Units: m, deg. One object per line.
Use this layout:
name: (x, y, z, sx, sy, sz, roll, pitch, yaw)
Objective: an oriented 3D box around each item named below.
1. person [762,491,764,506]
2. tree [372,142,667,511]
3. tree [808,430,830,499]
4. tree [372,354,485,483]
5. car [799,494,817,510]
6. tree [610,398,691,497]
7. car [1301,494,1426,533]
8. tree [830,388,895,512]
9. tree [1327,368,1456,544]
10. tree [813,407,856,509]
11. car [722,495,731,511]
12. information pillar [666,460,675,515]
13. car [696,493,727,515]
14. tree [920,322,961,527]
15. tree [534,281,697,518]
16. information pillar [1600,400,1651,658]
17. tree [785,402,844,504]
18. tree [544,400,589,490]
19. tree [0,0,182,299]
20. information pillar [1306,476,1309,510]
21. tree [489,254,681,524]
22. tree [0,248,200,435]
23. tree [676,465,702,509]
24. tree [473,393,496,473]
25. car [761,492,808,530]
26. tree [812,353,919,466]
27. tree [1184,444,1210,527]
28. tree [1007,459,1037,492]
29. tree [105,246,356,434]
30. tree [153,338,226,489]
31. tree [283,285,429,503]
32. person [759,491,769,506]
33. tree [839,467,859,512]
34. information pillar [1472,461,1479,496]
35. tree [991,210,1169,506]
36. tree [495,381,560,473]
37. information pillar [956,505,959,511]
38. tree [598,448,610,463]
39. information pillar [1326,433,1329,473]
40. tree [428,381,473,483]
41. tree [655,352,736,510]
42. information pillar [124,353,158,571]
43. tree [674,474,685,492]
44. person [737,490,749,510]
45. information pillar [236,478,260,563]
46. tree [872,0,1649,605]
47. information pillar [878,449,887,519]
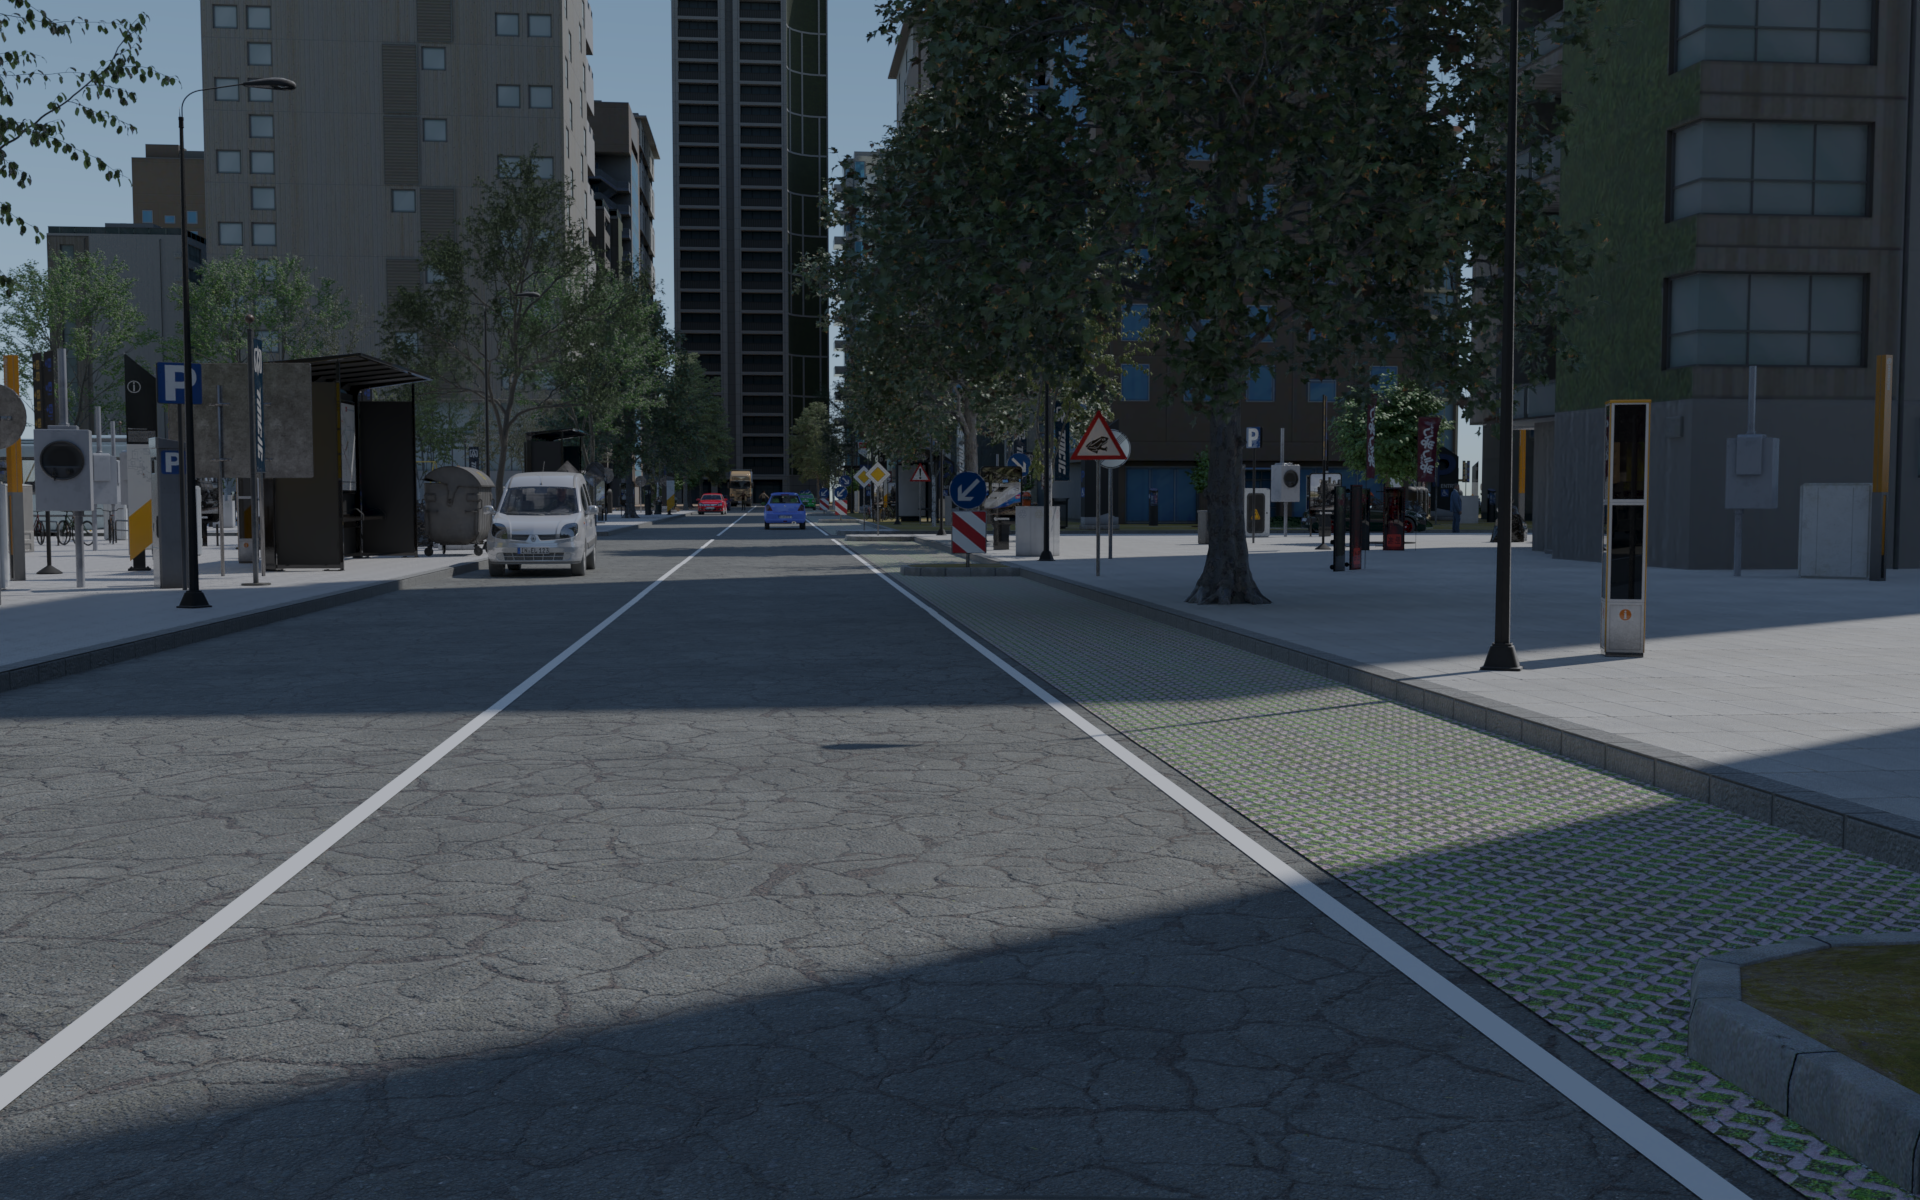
person: (-24.052, -12.453, 212.066, 0.705, 1.831, 1.348, -1, 4, -15)
tree: (-12.112, -6.824, 45.982, 7.601, 10.594, 8.767, 1, 4, 22)
tree: (-13.617, -14.226, 182.952, 4.737, 8.622, 4.395, 0, 3, 0)
tree: (-27.050, -8.524, 89.737, 4.737, 8.622, 4.395, 0, 3, 0)
car: (-13.585, -8.788, 152.483, 1.959, 1.807, 4.718, 0, 4, -5)
tree: (-19.018, -9.752, 109.805, 4.360, 8.622, 3.978, 0, 3, 0)
car: (13.782, -3.023, 59.217, 4.222, 1.686, 2.009, 0, 4, -5)
tree: (-4.791, -9.049, 98.313, 4.737, 8.622, 4.395, 0, 3, 0)
tree: (11.220, -3.752, 45.058, 4.285, 4.588, 4.351, 0, 3, 0)
tree: (-10.573, -11.985, 146.317, 4.360, 8.622, 3.978, 0, 3, 0)
car: (-20.728, -8.390, 149.750, 1.945, 1.354, 3.894, 0, 4, -6)
information pillar: (-17.729, -7.013, 106.015, 0.504, 3.616, 0.183, 0, 4, 5)
car: (-17.289, -6.842, 120.902, 2.155, 1.783, 4.494, 0, 4, -4)
tree: (-0.802, -7.205, 68.168, 4.360, 8.622, 3.978, 0, 3, 0)
tree: (-17.725, -10.715, 92.202, 9.611, 12.733, 9.660, 0, 3, 0)
information pillar: (5.252, -0.562, 13.682, 0.304, 2.012, 0.304, 1, 4, 13)
tree: (-17.905, -18.031, 212.936, 7.486, 12.596, 7.792, 0, 3, 0)
tree: (-26.571, -10.340, 119.427, 4.737, 8.622, 4.395, 0, 3, 0)
tree: (-8.376, -3.826, 12.924, 4.360, 8.622, 3.978, 0, 3, 0)
information pillar: (13.948, -3.930, 68.741, 0.304, 2.012, 0.304, -3, 4, -36)
tree: (-16.208, -9.138, 75.169, 9.928, 11.665, 9.643, 0, 3, 0)
tree: (-37.610, -8.997, 72.863, 9.928, 11.665, 9.643, 0, 3, 0)
tree: (-24.217, -10.245, 151.225, 4.285, 4.588, 4.351, 0, 3, 0)
tree: (-32.693, -10.286, 118.537, 4.360, 8.622, 3.978, 0, 3, 0)
car: (-7.204, -3.763, 71.122, 1.945, 1.707, 3.694, 0, 4, -7)
tree: (-5.460, -10.497, 106.038, 7.601, 10.594, 8.767, 1, 4, 8)
tree: (9.512, -4.435, 67.109, 1.663, 3.219, 1.824, 0, 3, 0)
tree: (2.553, -5.204, 79.686, 1.663, 3.219, 1.824, 0, 3, 0)
tree: (-29.263, -8.937, 71.868, 9.928, 11.665, 9.643, 0, 3, 0)
tree: (-36.271, -8.093, 82.684, 4.737, 8.622, 4.395, 0, 3, 0)
tree: (-22.281, -6.835, 62.122, 4.360, 8.622, 3.978, 0, 3, 0)
person: (-23.376, -12.089, 206.171, 1.348, 1.823, 0.705, 1, 4, 22)
tree: (-7.675, -7.858, 123.076, 1.663, 3.219, 1.824, 0, 3, 0)
information pillar: (36.385, -8.010, 122.314, 0.504, 3.616, 0.183, -1, 4, -13)
tree: (2.090, -5.282, 36.730, 4.737, 8.622, 4.395, 0, 3, 0)
tree: (-27.973, -9.992, 113.737, 4.360, 8.622, 3.978, 0, 3, 0)
information pillar: (-0.257, -6.506, 110.868, 0.304, 2.012, 0.304, -2, 4, -23)
tree: (-27.305, -10.894, 128.475, 4.360, 8.622, 3.978, 0, 3, 0)
information pillar: (13.140, -4.332, 62.190, 0.183, 3.616, 0.504, 0, 4, 3)
tree: (-29.751, -8.839, 94.884, 4.360, 8.622, 3.978, 0, 3, 0)
tree: (-21.855, -13.449, 138.014, 7.486, 12.596, 7.792, 0, 3, 0)
information pillar: (-13.636, -2.294, 28.868, 0.504, 3.616, 0.183, -1, 4, -20)
tree: (-21.719, -8.267, 129.765, 1.663, 3.219, 1.824, 0, 3, 0)
person: (-19.032, -8.736, 151.851, 1.217, 1.766, 0.721, 2, 4, 24)
information pillar: (-13.221, -1.691, 32.144, 0.304, 2.012, 0.304, 0, 4, -6)
tree: (3.045, -6.303, 20.067, 9.611, 12.733, 9.660, 0, 3, 0)
information pillar: (-4.002, -5.976, 89.064, 0.504, 3.616, 0.183, -1, 4, -11)
